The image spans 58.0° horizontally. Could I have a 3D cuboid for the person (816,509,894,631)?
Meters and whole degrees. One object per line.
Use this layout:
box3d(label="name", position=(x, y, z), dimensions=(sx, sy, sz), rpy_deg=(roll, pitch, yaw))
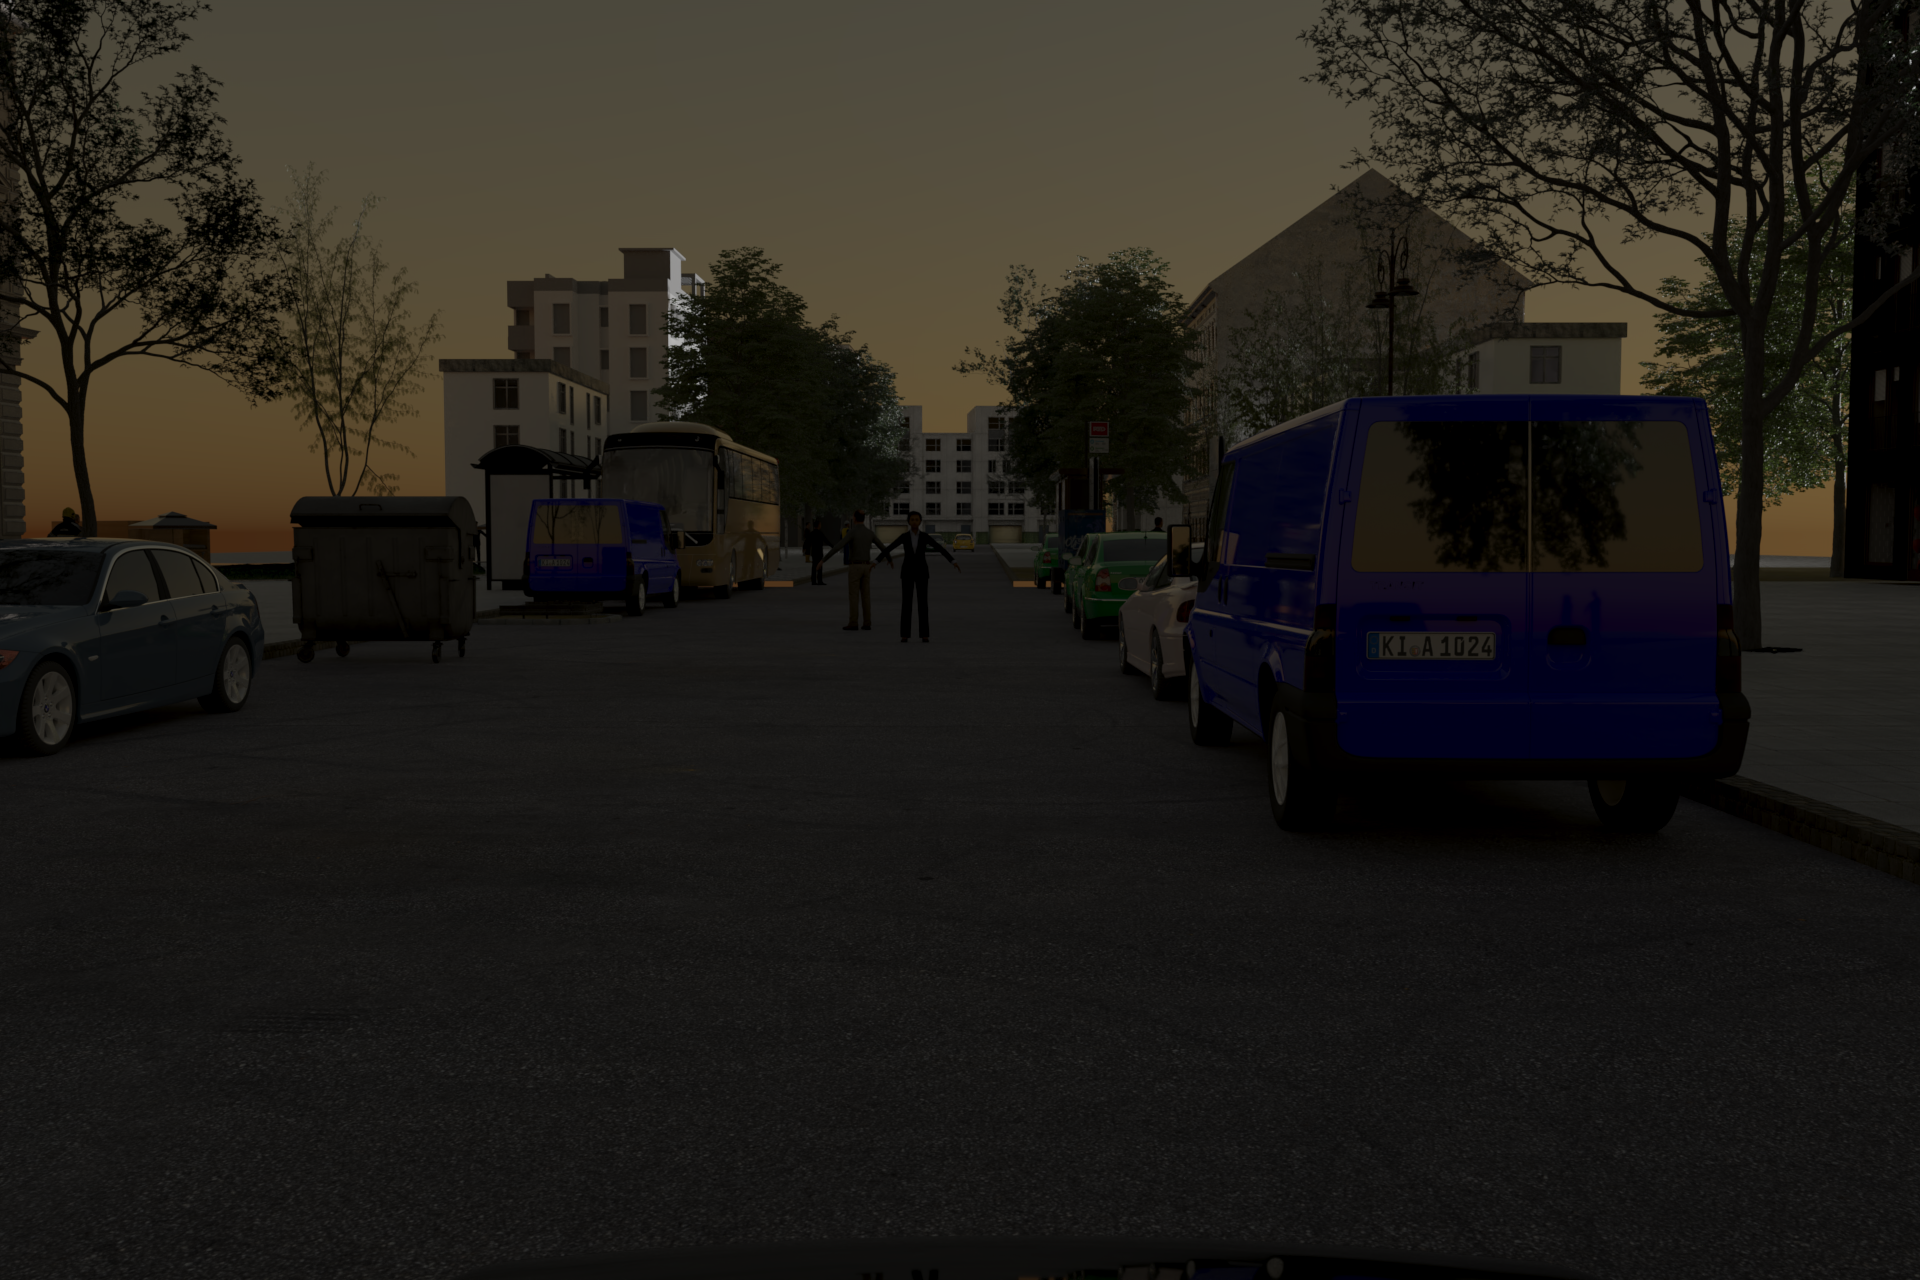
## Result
box3d(label="person", position=(-1.516, -1.046, 25.838), dimensions=(1.348, 1.796, 0.705), rpy_deg=(-3, 4, -36))

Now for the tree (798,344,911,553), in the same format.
box3d(label="tree", position=(-7.715, -12.841, 116.610), dimensions=(9.857, 13.997, 8.962), rpy_deg=(0, 3, 0))

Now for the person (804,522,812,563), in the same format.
box3d(label="person", position=(-6.761, -4.359, 77.408), dimensions=(0.704, 1.812, 1.346), rpy_deg=(1, 4, 9))

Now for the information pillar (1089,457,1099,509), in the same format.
box3d(label="information pillar", position=(4.128, -3.797, 53.390), dimensions=(0.184, 3.620, 1.656), rpy_deg=(0, 4, 0))

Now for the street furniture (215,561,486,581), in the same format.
box3d(label="street furniture", position=(-17.941, -2.204, 51.660), dimensions=(5.734, 0.657, 10.072), rpy_deg=(1, 4, 14))

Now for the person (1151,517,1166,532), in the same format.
box3d(label="person", position=(4.291, -1.752, 37.325), dimensions=(1.346, 1.802, 0.704), rpy_deg=(3, 5, 43))

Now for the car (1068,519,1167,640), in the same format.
box3d(label="car", position=(2.558, -0.979, 24.809), dimensions=(1.959, 1.807, 4.718), rpy_deg=(0, 4, 1))

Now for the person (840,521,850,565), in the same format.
box3d(label="person", position=(-4.603, -3.975, 70.966), dimensions=(0.705, 1.833, 1.349), rpy_deg=(-2, 4, -34))

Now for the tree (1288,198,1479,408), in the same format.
box3d(label="tree", position=(8.916, -5.264, 36.428), dimensions=(4.360, 8.622, 3.978), rpy_deg=(0, 3, 0))

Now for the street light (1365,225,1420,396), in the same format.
box3d(label="street light", position=(6.526, -3.272, 26.289), dimensions=(0.468, 5.910, 1.993), rpy_deg=(0, 4, 1))

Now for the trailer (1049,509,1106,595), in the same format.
box3d(label="trailer", position=(2.904, -2.142, 42.064), dimensions=(1.471, 1.999, 3.904), rpy_deg=(0, 3, 0))

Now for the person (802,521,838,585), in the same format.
box3d(label="person", position=(-3.977, -2.437, 48.528), dimensions=(1.346, 1.802, 0.704), rpy_deg=(3, 5, 39))

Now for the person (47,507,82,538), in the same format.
box3d(label="person", position=(-19.098, -1.921, 37.179), dimensions=(1.351, 1.858, 0.704), rpy_deg=(0, 4, 6))

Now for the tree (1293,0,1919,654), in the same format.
box3d(label="tree", position=(8.785, -6.627, 18.720), dimensions=(12.009, 13.543, 11.850), rpy_deg=(0, 3, 0))

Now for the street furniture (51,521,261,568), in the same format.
box3d(label="street furniture", position=(-29.683, -3.260, 60.151), dimensions=(9.812, 1.723, 11.010), rpy_deg=(3, 4, 36))

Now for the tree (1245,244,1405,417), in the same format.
box3d(label="tree", position=(9.081, -5.783, 44.910), dimensions=(4.360, 8.622, 3.978), rpy_deg=(0, 3, 0))

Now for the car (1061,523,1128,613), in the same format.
box3d(label="car", position=(2.767, -1.290, 29.893), dimensions=(1.959, 1.807, 4.718), rpy_deg=(0, 3, 0))

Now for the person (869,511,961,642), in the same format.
box3d(label="person", position=(-0.597, -0.837, 22.870), dimensions=(1.216, 1.740, 0.721), rpy_deg=(0, 4, -1))

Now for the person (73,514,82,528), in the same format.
box3d(label="person", position=(-23.155, -2.401, 45.436), dimensions=(1.348, 1.807, 0.705), rpy_deg=(1, 4, 18))

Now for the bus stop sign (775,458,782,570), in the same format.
box3d(label="bus stop sign", position=(-6.711, -4.425, 61.058), dimensions=(0.855, 3.939, 0.416), rpy_deg=(0, 4, 1))

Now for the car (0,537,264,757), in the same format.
box3d(label="car", position=(-6.699, -0.042, 12.685), dimensions=(2.014, 1.417, 4.499), rpy_deg=(0, 4, 1))

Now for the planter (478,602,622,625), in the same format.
box3d(label="planter", position=(-6.615, -0.438, 28.307), dimensions=(1.991, 0.319, 1.994), rpy_deg=(0, 4, 1))

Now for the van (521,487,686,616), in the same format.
box3d(label="van", position=(-6.451, -1.684, 31.913), dimensions=(2.240, 2.365, 5.245), rpy_deg=(0, 4, 0))

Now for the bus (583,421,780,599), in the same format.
box3d(label="bus", position=(-6.235, -3.057, 41.526), dimensions=(2.896, 3.916, 12.252), rpy_deg=(0, 4, 0))

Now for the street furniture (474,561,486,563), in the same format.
box3d(label="street furniture", position=(-12.755, -3.652, 66.557), dimensions=(11.010, 1.723, 9.812), rpy_deg=(-1, 4, -20))

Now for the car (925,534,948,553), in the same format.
box3d(label="car", position=(-1.881, -6.479, 117.731), dimensions=(2.131, 1.459, 4.920), rpy_deg=(0, 4, 1))

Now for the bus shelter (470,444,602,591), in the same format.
box3d(label="bus shelter", position=(-9.987, -2.930, 41.822), dimensions=(2.014, 3.302, 5.546), rpy_deg=(0, 4, 1))

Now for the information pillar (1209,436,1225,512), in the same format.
box3d(label="information pillar", position=(6.243, -3.108, 42.124), dimensions=(0.184, 3.620, 1.656), rpy_deg=(0, 4, 1))

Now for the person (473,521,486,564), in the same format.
box3d(label="person", position=(-20.102, -4.033, 71.871), dimensions=(1.347, 1.837, 0.705), rpy_deg=(0, 4, -4))

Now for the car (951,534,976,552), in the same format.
box3d(label="car", position=(0.290, -7.839, 138.392), dimensions=(2.015, 1.641, 3.980), rpy_deg=(0, 3, 0))

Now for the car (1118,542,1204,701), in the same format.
box3d(label="car", position=(2.581, -0.240, 16.281), dimensions=(2.083, 1.381, 4.827), rpy_deg=(0, 4, 0))

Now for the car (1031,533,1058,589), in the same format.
box3d(label="car", position=(2.917, -2.326, 46.819), dimensions=(1.959, 1.807, 4.718), rpy_deg=(0, 4, 1))

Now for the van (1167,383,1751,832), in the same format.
box3d(label="van", position=(2.486, -0.343, 9.999), dimensions=(2.240, 2.365, 5.245), rpy_deg=(0, 4, 1))

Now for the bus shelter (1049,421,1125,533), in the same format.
box3d(label="bus shelter", position=(4.212, -4.981, 59.074), dimensions=(2.179, 5.291, 8.768), rpy_deg=(0, 4, 0))
